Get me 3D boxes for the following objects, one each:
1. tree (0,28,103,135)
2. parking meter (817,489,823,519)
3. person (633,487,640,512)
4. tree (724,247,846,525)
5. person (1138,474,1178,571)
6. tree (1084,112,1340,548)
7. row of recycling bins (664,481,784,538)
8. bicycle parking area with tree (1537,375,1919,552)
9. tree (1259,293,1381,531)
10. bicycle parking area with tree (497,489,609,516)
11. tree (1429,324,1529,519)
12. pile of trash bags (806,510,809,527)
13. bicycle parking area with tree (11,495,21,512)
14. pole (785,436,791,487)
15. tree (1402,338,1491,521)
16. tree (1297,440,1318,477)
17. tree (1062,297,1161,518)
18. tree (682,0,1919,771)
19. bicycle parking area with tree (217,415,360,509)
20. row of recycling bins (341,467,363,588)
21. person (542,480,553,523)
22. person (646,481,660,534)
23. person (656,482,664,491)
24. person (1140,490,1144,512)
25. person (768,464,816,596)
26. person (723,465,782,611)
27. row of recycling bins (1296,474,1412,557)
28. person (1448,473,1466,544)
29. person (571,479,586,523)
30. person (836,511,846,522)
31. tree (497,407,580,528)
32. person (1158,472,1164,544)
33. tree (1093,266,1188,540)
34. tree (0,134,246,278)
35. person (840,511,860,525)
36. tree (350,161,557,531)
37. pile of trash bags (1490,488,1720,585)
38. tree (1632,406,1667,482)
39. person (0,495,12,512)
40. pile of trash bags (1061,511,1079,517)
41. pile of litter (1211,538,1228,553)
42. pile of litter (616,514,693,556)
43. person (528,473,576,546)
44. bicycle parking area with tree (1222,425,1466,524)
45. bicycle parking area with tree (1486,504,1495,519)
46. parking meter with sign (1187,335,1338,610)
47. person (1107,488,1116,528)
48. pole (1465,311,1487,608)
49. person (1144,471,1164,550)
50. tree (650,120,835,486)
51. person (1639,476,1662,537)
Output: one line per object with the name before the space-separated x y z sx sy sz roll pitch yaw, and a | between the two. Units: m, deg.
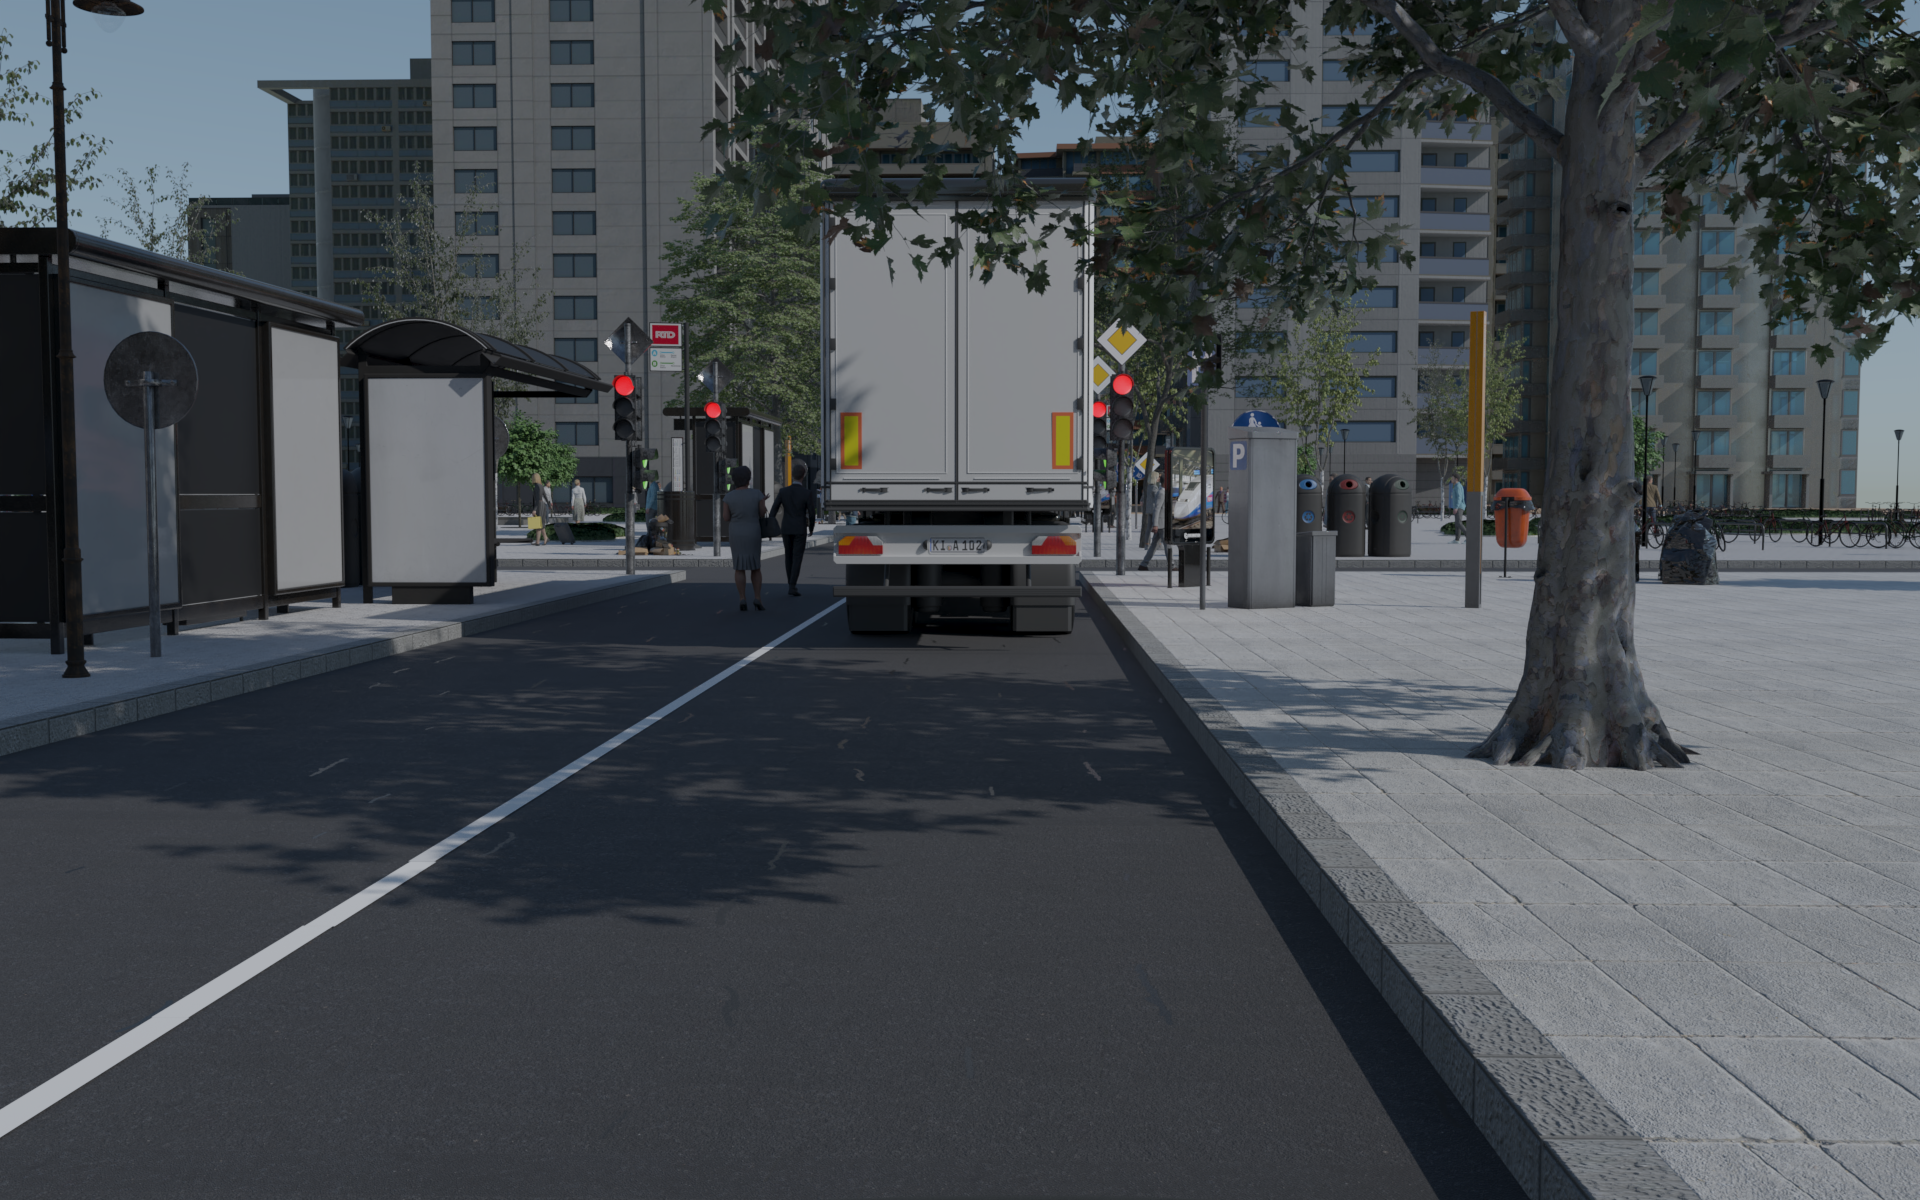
tree | -12.588 -4.276 20.283 4.360 8.622 3.978 0 3 0
parking meter | -7.341 -5.049 90.967 0.372 1.533 0.369 0 3 0
person | -15.609 -4.679 82.726 0.728 1.800 0.709 0 4 -5
tree | -5.321 -9.941 72.903 12.009 13.543 11.850 0 3 0
person | 3.623 -1.368 31.135 0.850 1.792 0.678 0 4 6
tree | 4.359 -6.484 40.426 8.767 10.594 7.601 0 4 0
row of recycling bins | -6.875 -2.663 50.648 3.534 1.692 1.069 -1 4 -15
bicycle parking area with tree | 19.163 -3.401 42.616 8.231 4.147 9.016 0 4 -2
tree | 11.718 -6.480 56.309 4.737 8.622 4.395 0 3 0
bicycle parking area with tree | -24.930 -7.118 103.379 9.016 4.147 8.231 0 4 8
tree | 22.737 -7.635 75.195 4.737 8.622 4.395 0 3 0
pile of trash bags | -7.053 -3.475 66.570 1.912 1.369 3.447 1 4 23
bicycle parking area with tree | -36.235 -4.546 61.322 9.016 4.147 8.231 -3 5 -43
pole | -6.014 -4.085 60.638 0.158 3.312 0.155 0 3 0
tree | 22.693 -7.998 81.131 4.360 8.622 3.978 0 3 0
tree | 18.315 -6.871 96.052 4.285 4.588 4.351 0 3 0
tree | 5.796 -11.154 92.743 12.009 13.543 11.850 0 3 0
tree | 3.147 -5.568 8.050 9.611 12.733 9.660 0 3 0
bicycle parking area with tree | -24.493 -4.582 61.926 8.231 4.147 9.016 -2 4 -23
row of recycling bins | -8.204 -1.100 25.098 1.069 1.692 3.534 1 4 21
person | -16.936 -3.961 70.659 0.795 1.843 0.661 1 4 22
person | -7.662 -2.303 43.552 0.748 1.841 0.638 1 4 12
person | -12.615 -4.096 73.192 0.592 1.802 0.473 -2 4 -34
person | 5.514 -2.775 51.689 0.573 1.790 0.520 -3 5 -40
person | -2.336 -0.993 24.513 0.659 1.850 0.755 1 4 12
person | -2.554 -0.764 21.347 0.716 1.782 0.532 0 4 -3
row of recycling bins | 7.443 -1.733 35.448 3.534 1.692 1.069 0 4 -4
person | 12.934 -2.366 44.739 0.620 1.820 0.660 1 4 13
person | -13.534 -3.369 61.356 0.478 1.798 0.641 0 4 7
person | -5.403 -4.229 79.457 0.475 1.303 0.640 2 4 32
tree | -16.619 -5.009 65.613 4.285 4.588 4.351 0 3 0
person | 5.207 -2.311 43.668 0.795 1.843 0.661 -1 4 -10
tree | 4.948 -5.993 48.343 4.737 8.622 4.395 0 3 0
tree | -17.777 -5.352 37.868 4.360 8.622 3.978 0 3 0
person | -2.971 -2.346 47.197 0.721 1.781 0.623 -2 4 -26
tree | -11.491 -5.441 39.327 4.360 8.622 3.978 0 3 0
pile of trash bags | 9.637 -0.988 25.910 3.447 1.369 1.912 3 4 37
tree | 21.852 -4.555 58.188 4.285 4.588 4.351 0 3 0
person | -15.841 -1.323 28.515 0.563 1.720 0.643 3 5 44
pile of trash bags | 6.329 -5.313 96.617 1.912 1.369 3.447 1 4 18
pile of litter | 6.113 -1.494 38.399 1.719 0.858 1.176 -2 4 -26
pile of litter | -6.453 -1.377 36.480 1.719 0.858 1.176 3 4 37
person | -10.239 -2.264 43.281 0.699 1.804 1.509 3 4 37
bicycle parking area with tree | 15.538 -5.337 74.259 9.016 4.147 8.231 3 5 43
bicycle parking area with tree | 26.874 -6.470 92.784 9.016 4.147 8.231 1 4 21
parking meter with sign | 3.430 -1.420 19.483 1.738 3.016 0.543 -2 4 -26
person | 5.736 -3.624 65.474 0.473 1.802 0.592 2 4 27
pole | 5.787 -1.565 19.436 0.158 3.312 0.155 0 3 0
person | 4.481 -2.041 39.598 0.526 1.800 0.537 0 4 -3
tree | -5.680 -8.227 52.636 7.486 12.596 7.792 0 3 0
person | 20.813 -2.829 52.204 0.656 1.842 0.836 -1 4 -22
